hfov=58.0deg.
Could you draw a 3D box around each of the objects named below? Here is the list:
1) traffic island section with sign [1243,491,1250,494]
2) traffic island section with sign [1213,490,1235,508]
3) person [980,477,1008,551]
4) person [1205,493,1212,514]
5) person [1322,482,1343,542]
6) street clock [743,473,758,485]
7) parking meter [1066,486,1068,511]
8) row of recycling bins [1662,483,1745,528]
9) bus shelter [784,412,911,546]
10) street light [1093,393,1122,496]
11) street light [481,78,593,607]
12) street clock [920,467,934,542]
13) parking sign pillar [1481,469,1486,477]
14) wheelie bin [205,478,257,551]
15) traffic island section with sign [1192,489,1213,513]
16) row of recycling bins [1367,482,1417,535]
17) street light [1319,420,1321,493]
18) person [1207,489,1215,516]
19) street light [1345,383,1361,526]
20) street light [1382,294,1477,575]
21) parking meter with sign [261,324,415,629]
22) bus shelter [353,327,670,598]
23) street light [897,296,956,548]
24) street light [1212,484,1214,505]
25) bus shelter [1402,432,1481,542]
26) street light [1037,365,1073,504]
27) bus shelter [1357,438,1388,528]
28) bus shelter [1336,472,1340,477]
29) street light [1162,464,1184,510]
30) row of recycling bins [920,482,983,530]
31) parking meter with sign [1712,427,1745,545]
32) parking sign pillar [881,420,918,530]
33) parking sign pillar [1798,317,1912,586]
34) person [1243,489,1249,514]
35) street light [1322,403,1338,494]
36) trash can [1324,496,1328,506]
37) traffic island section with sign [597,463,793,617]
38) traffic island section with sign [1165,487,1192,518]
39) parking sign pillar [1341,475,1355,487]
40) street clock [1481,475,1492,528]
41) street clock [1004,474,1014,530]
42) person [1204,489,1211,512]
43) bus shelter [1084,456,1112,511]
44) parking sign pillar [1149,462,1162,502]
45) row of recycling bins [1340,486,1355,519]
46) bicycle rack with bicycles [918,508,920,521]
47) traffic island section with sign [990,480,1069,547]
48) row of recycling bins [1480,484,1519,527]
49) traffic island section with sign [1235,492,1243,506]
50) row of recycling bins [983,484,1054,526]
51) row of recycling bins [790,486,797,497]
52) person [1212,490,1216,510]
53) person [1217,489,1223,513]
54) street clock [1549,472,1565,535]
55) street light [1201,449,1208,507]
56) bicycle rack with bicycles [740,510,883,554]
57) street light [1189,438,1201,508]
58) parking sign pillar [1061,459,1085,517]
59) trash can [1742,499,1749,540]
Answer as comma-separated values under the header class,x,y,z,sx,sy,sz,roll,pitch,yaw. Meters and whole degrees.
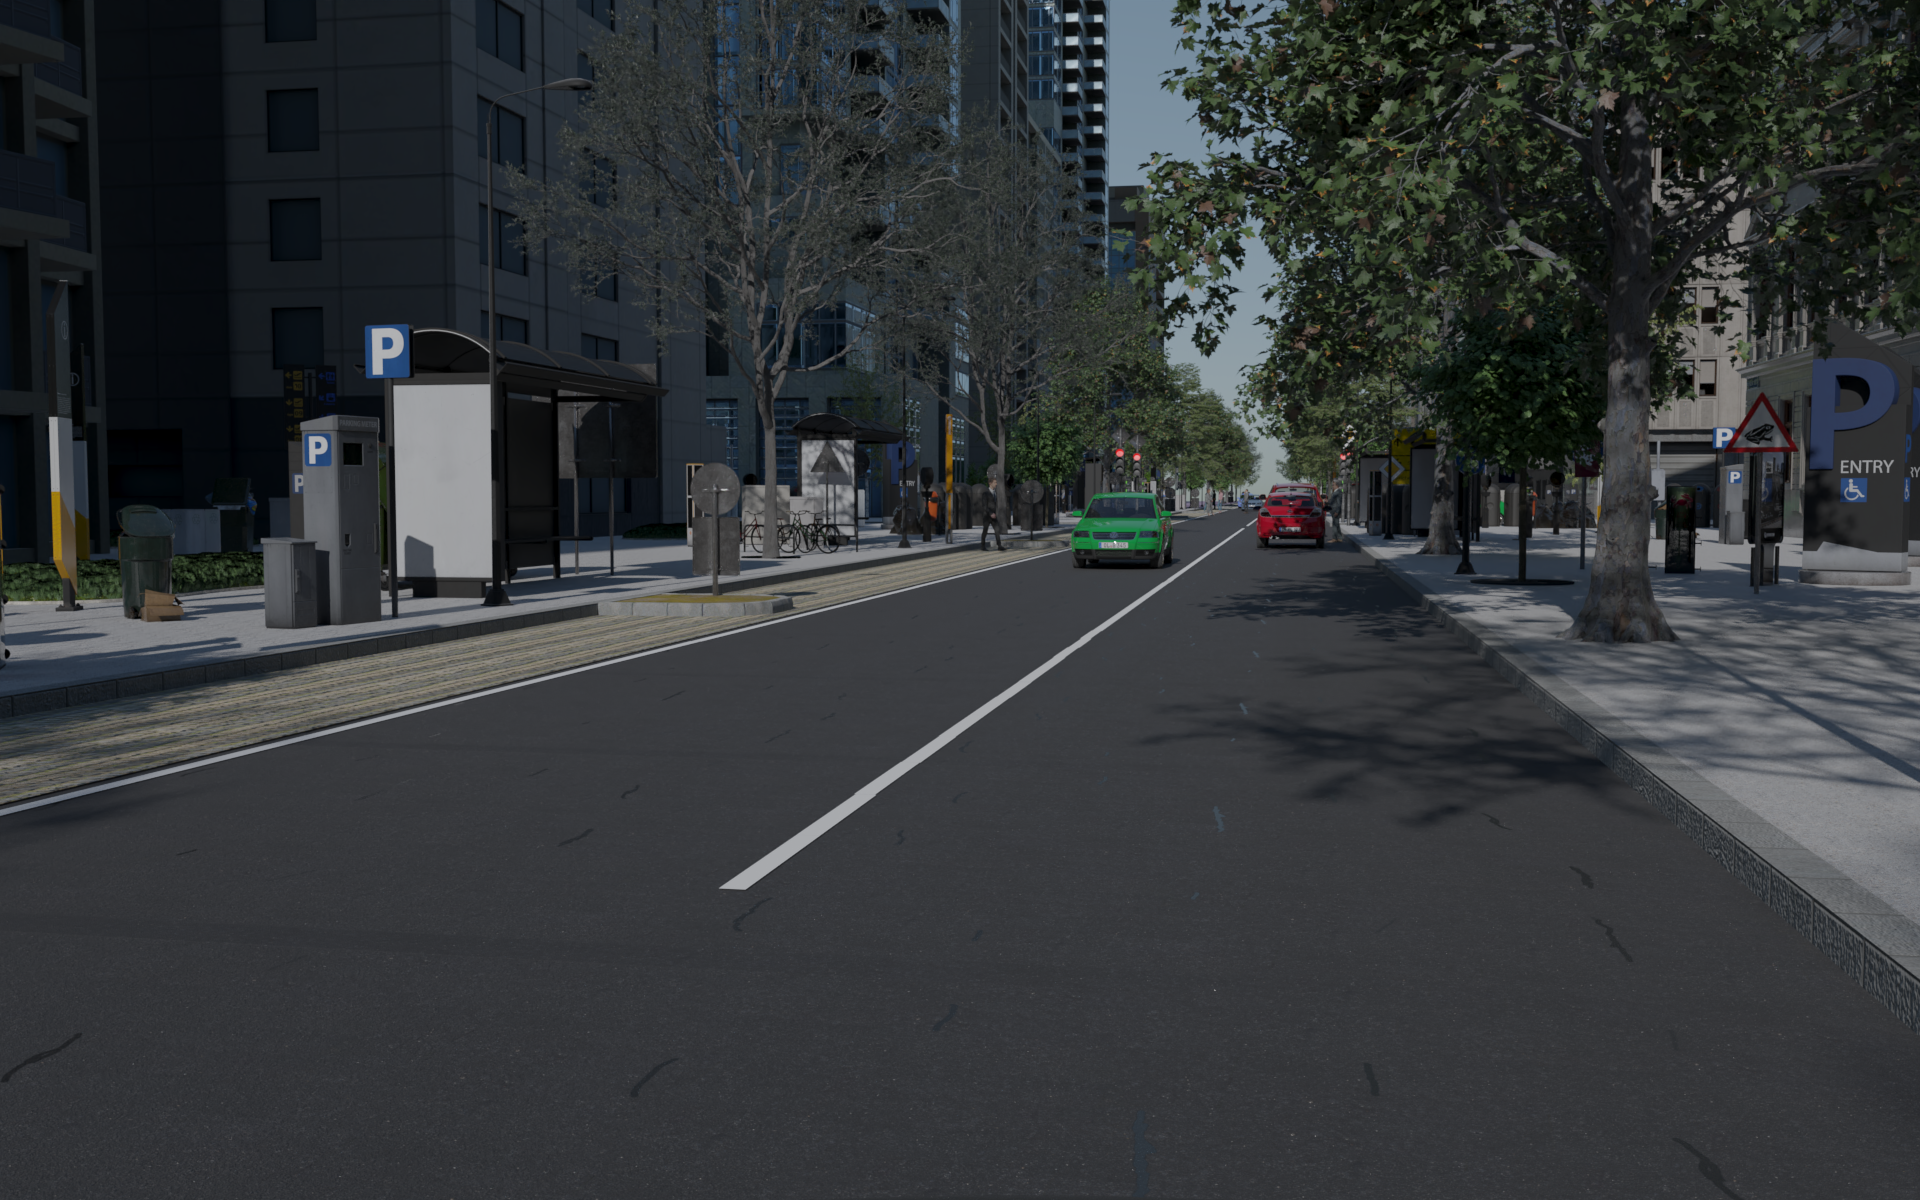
class,x,y,z,sx,sy,sz,roll,pitch,yaw
traffic island section with sign,42.320,-15.241,257.824,1.989,1.847,2.006,1,4,11
traffic island section with sign,26.866,-10.315,177.282,1.989,1.847,2.006,1,4,11
person,0.832,-2.142,43.300,0.755,1.850,0.659,3,4,38
person,18.109,-7.046,126.303,0.503,1.515,0.523,0,4,-6
person,11.083,-2.614,51.417,0.590,1.801,0.661,0,4,-1
street clock,-7.370,-3.444,60.881,0.471,2.002,0.358,-2,4,-29
parking meter,7.717,-7.406,126.794,0.399,1.863,0.255,2,4,26
row of recycling bins,28.620,-3.602,66.001,3.534,1.692,1.069,2,4,33
bus shelter,-2.867,-3.165,45.664,2.014,3.302,5.546,1,4,11
street light,6.741,-6.563,79.839,1.470,5.913,1.316,1,4,11
street light,-4.789,-2.879,19.616,1.470,5.913,1.316,1,4,11
street clock,-0.883,-2.557,46.382,0.358,2.002,0.471,-1,4,-21
parking sign pillar,31.273,-7.115,104.799,1.447,3.967,1.447,-1,4,-12
wheelie bin,-13.958,-1.549,33.236,0.980,1.594,0.693,0,4,-8
traffic island section with sign,17.526,-7.341,128.648,1.989,1.847,2.006,1,4,11
row of recycling bins,14.031,-2.966,55.605,1.069,1.692,3.534,-1,4,-10
street light,18.985,-7.050,87.804,1.470,5.913,1.316,1,4,11
person,16.494,-6.422,113.769,0.573,1.790,0.520,1,4,12
street light,11.565,-4.663,48.777,1.470,5.913,1.316,1,4,11
street light,7.561,-3.371,27.657,1.470,5.913,1.316,1,4,11
parking meter with sign,-6.159,-1.278,17.163,0.543,3.016,1.738,1,4,20
bus shelter,-5.917,-1.828,23.813,2.014,3.302,5.546,1,4,11
street light,-0.785,-4.171,40.736,1.470,5.913,1.316,1,4,11
street light,25.203,-12.460,176.262,1.470,5.913,1.316,1,4,11
bus shelter,13.690,-3.369,49.009,2.014,3.302,5.546,1,4,11
street light,3.346,-5.485,62.226,1.470,5.913,1.316,1,4,11
bus shelter,15.182,-4.171,62.113,2.014,3.302,5.546,1,4,11
bus shelter,32.923,-9.378,147.255,2.014,3.302,5.546,1,4,11
street light,14.894,-9.169,122.462,1.470,5.913,1.316,1,4,11
row of recycling bins,-0.427,-3.367,62.156,1.069,1.692,3.534,1,4,22
parking meter with sign,19.779,-2.948,44.453,0.543,3.016,1.738,1,4,10
parking sign pillar,-2.174,-4.561,63.039,1.447,3.967,1.447,-3,5,-39
parking sign pillar,12.845,-2.220,24.767,1.447,3.967,1.447,3,5,40
person,21.092,-7.282,127.745,0.473,1.802,0.592,2,4,32
street light,15.477,-5.956,69.914,1.470,5.913,1.316,1,4,11
trash can,29.223,-7.696,137.477,0.748,1.137,0.748,0,3,0
traffic island section with sign,-3.123,-0.763,21.104,1.989,1.847,2.006,1,4,11
traffic island section with sign,12.448,-5.721,102.173,1.989,1.847,2.006,1,4,11
parking sign pillar,29.616,-8.799,132.327,1.447,3.967,1.447,-2,4,-31
street clock,19.791,-3.707,65.181,0.358,2.002,0.471,3,5,42
street clock,1.720,-3.515,62.034,0.358,2.002,0.471,3,4,39
person,18.942,-7.585,132.496,0.713,1.824,0.794,-1,4,-12
bus shelter,8.733,-7.164,108.407,1.731,3.624,6.357,1,4,11
parking sign pillar,14.731,-8.790,132.189,1.447,3.967,1.447,-1,4,-13
row of recycling bins,20.912,-5.085,90.257,1.069,1.692,3.534,-2,4,-27
bicycle rack with bicycles,-1.537,-3.257,66.639,2.925,0.926,2.852,-1,4,-10
traffic island section with sign,1.965,-2.382,47.576,1.989,1.847,2.006,1,4,11
row of recycling bins,20.559,-3.757,68.545,3.534,1.692,1.069,1,4,18
traffic island section with sign,31.982,-11.943,203.897,1.989,1.847,2.006,1,4,11
row of recycling bins,2.099,-3.844,69.970,3.534,1.692,1.069,-1,4,-14
row of recycling bins,-8.677,-4.892,87.093,3.534,1.692,1.069,-2,4,-26
person,23.519,-9.282,160.291,0.705,1.821,1.348,0,4,3
person,19.301,-7.344,128.591,0.388,1.821,0.555,-2,4,-24
street clock,18.785,-3.055,54.522,0.471,2.002,0.358,1,4,15
street light,21.179,-11.153,154.886,1.470,5.913,1.316,1,4,11
bicycle rack with bicycles,-3.503,-1.507,38.028,2.852,0.926,2.925,-3,5,-42
street light,18.934,-10.461,143.574,1.470,5.913,1.316,1,4,11
parking sign pillar,6.663,-6.641,97.054,1.447,3.967,1.447,0,4,-8
trash can,22.324,-2.286,49.033,0.748,1.137,0.748,0,3,0
